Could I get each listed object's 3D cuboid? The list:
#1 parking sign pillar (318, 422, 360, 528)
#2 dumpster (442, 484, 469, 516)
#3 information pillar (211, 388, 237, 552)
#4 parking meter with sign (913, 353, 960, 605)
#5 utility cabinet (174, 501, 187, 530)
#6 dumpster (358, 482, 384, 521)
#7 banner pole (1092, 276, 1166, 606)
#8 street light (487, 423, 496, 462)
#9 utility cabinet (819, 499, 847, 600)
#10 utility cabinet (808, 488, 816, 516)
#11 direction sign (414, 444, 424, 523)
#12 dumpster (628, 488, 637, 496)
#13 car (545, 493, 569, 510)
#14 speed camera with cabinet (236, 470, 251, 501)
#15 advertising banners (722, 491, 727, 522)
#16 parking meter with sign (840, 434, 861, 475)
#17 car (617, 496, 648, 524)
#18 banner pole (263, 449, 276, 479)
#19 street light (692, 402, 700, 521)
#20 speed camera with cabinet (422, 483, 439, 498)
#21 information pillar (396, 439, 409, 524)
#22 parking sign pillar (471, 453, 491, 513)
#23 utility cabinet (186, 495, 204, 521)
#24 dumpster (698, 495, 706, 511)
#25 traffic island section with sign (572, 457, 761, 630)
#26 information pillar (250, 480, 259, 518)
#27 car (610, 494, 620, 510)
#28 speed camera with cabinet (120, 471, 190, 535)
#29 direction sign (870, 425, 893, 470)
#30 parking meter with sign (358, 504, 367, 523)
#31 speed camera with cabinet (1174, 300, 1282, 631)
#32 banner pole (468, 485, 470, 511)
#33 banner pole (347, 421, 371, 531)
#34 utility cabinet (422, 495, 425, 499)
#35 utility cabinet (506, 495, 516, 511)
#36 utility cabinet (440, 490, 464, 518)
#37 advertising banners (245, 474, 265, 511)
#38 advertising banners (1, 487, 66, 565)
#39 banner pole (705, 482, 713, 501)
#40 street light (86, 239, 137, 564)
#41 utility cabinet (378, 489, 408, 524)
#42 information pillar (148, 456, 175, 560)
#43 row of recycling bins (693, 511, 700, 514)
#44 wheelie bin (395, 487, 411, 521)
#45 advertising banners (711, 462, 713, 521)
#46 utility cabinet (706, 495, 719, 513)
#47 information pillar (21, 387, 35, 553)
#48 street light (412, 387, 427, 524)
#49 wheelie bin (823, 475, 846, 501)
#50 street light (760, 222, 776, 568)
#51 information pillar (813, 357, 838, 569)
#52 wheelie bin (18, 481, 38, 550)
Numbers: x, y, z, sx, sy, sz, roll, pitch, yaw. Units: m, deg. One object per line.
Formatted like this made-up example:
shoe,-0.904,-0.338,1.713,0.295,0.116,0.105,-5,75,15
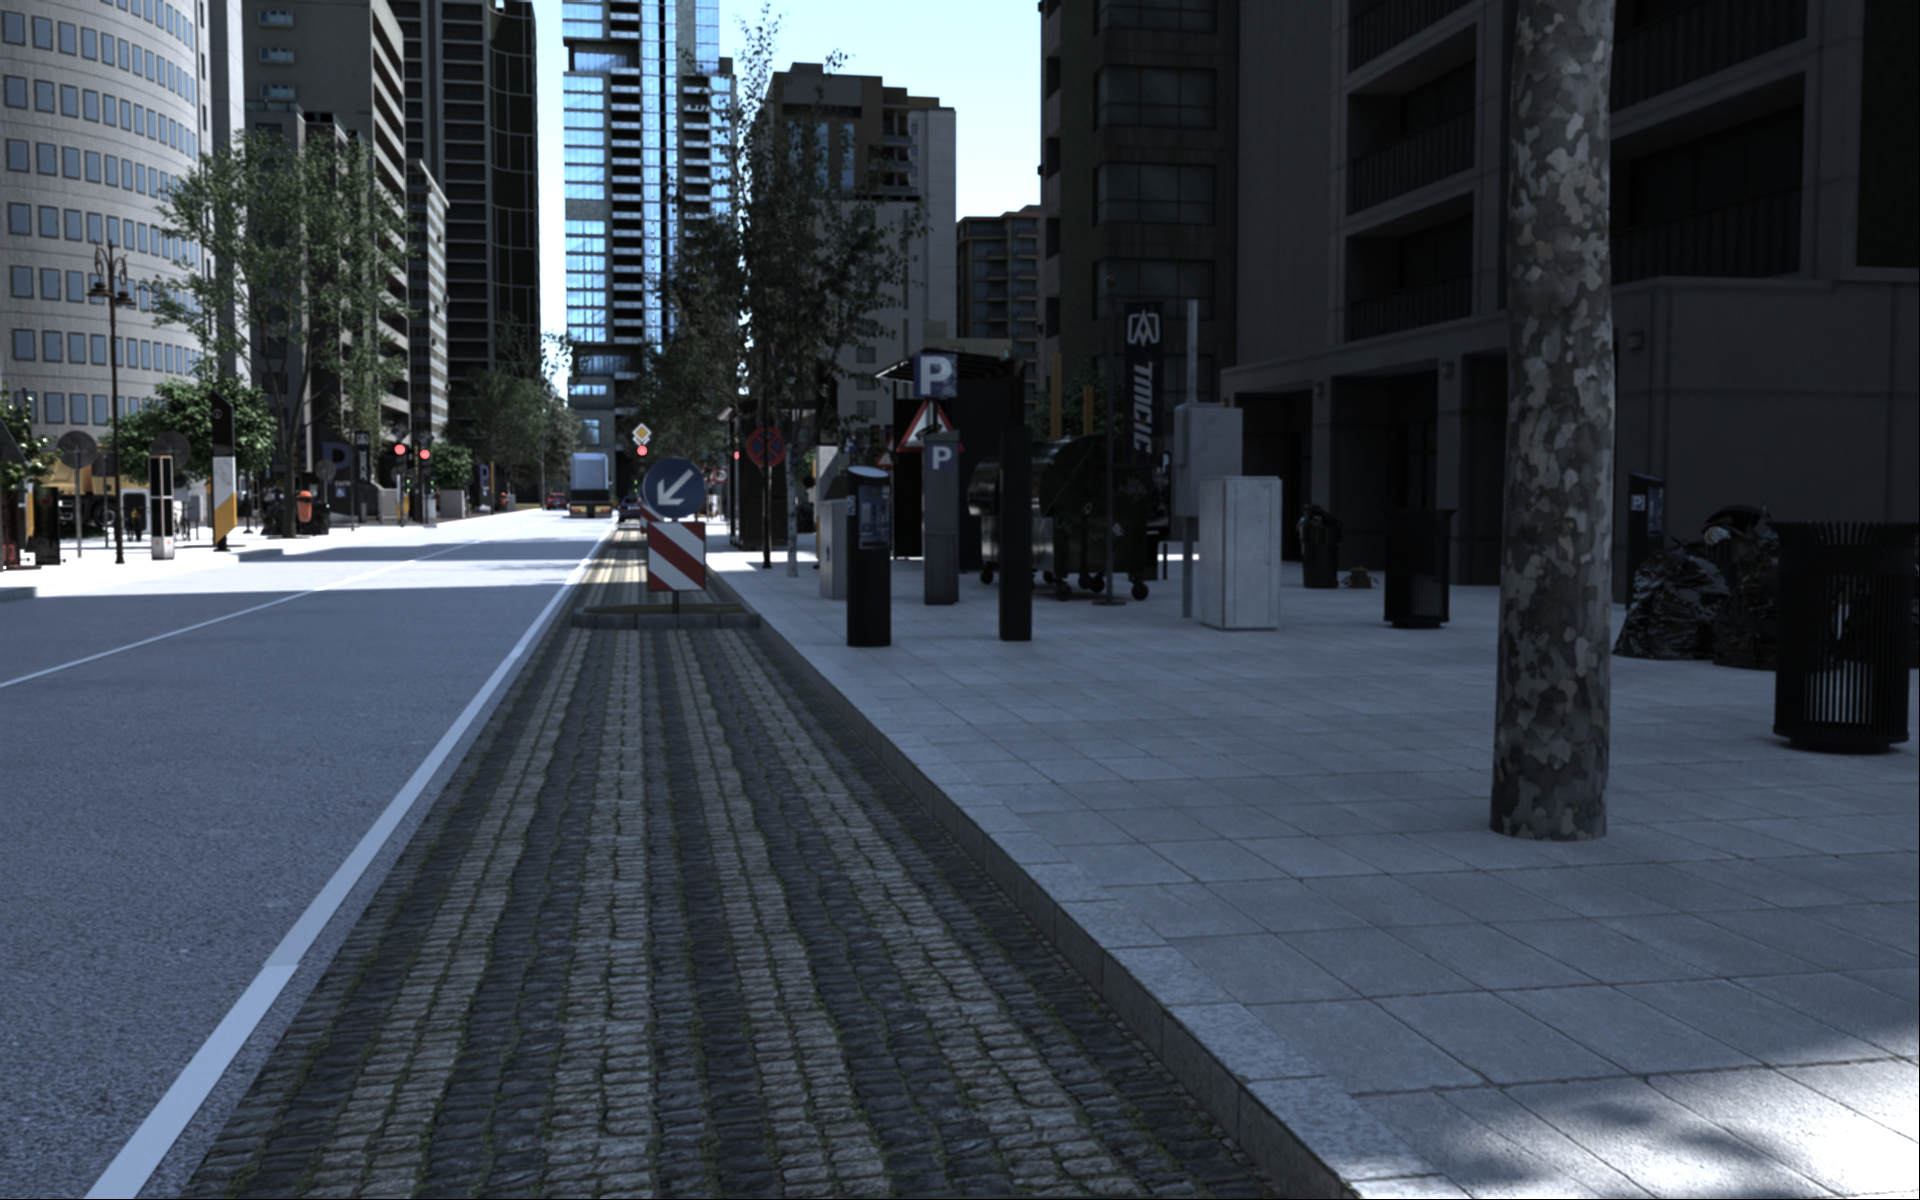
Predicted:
parking sign pillar,-23.446,-4.702,65.345,1.447,3.967,1.447,-2,4,-33
dumpster,-29.561,-6.043,101.293,1.502,2.255,1.985,-1,4,-11
information pillar,-16.351,-2.881,38.457,0.504,3.616,0.183,0,4,6
parking meter with sign,-0.260,-1.498,20.753,0.543,3.016,1.738,0,4,-3
utility cabinet,-27.734,-3.206,61.098,0.318,1.500,1.173,0,4,2
dumpster,-28.136,-4.688,82.403,1.264,1.857,1.865,-1,4,-11
banner pole,1.949,-1.828,19.903,0.863,3.779,0.401,1,4,20
street light,-30.623,-8.598,113.372,0.468,5.910,1.993,-1,4,-11
utility cabinet,-1.526,-0.625,21.376,0.306,1.237,1.020,-1,4,-14
utility cabinet,-4.923,-3.330,63.119,1.173,1.500,0.318,1,4,18
direction sign,-24.344,-5.257,77.953,0.379,3.537,0.876,1,4,9
dumpster,-41.949,-13.410,224.203,1.985,2.255,1.502,-1,4,-9
car,-36.580,-9.067,157.282,2.155,1.783,4.494,-1,4,-10
speed camera with cabinet,-43.071,-6.712,104.071,0.660,3.252,2.038,0,4,-4
advertising banners,-10.608,-5.118,79.871,0.090,3.025,2.074,-2,4,-25
parking meter with sign,-3.201,-3.254,49.461,0.543,3.016,1.738,0,4,3
car,-15.827,-4.418,84.813,1.945,1.354,3.894,-1,4,-9
banner pole,-38.051,-6.461,95.652,0.863,3.779,0.401,-2,4,-30
street light,-10.390,-5.829,68.093,0.468,5.910,1.993,-1,4,-11
speed camera with cabinet,-43.587,-9.014,141.707,2.038,3.252,0.660,0,4,2
information pillar,-23.695,-5.030,73.590,0.504,3.616,0.183,-3,5,-39
parking sign pillar,-31.849,-7.765,115.427,1.447,3.967,1.447,1,4,17
utility cabinet,-36.219,-4.313,81.681,1.020,1.237,0.306,1,4,11
dumpster,-16.216,-6.158,106.440,1.264,1.857,1.865,-1,4,-10
traffic island section with sign,-3.266,-0.642,19.129,1.989,1.847,2.006,-1,4,-11
information pillar,-37.083,-5.295,91.068,0.304,2.012,0.304,-3,5,-43
car,-32.460,-9.174,160.223,2.015,1.641,3.980,-1,4,-10
speed camera with cabinet,-25.523,-3.701,54.853,2.038,3.252,0.660,-1,4,-22
direction sign,-2.530,-3.950,56.574,0.876,3.537,0.379,1,4,23
parking meter with sign,-26.736,-4.866,75.821,0.543,3.016,1.738,1,4,20
speed camera with cabinet,2.625,-1.391,17.075,0.660,3.252,2.038,0,4,-6
banner pole,-37.481,-8.667,131.715,0.401,3.779,0.863,-3,5,-43
banner pole,-20.777,-4.271,59.841,0.863,3.779,0.401,-1,4,-20
utility cabinet,-42.714,-7.759,138.015,0.306,1.237,1.020,0,4,-3
utility cabinet,-33.685,-7.215,129.125,1.020,1.237,0.306,-1,4,-22
utility cabinet,-26.722,-5.043,91.139,1.173,1.500,0.318,0,4,-2
advertising banners,-40.829,-6.374,100.399,2.074,3.025,0.090,2,4,33
advertising banners,-17.190,-2.141,31.200,2.074,3.025,0.090,0,4,2
banner pole,-19.643,-8.873,135.087,0.863,3.779,0.401,-2,4,-27
street light,-15.418,-3.598,31.610,0.468,5.910,1.993,-1,4,-11
utility cabinet,-24.428,-4.036,74.668,1.173,1.500,0.318,-3,5,-43
information pillar,-15.511,-1.783,33.650,0.304,2.012,0.304,1,4,17
row of recycling bins,-17.637,-6.383,111.479,1.069,1.692,3.534,-2,4,-29
wheelie bin,-26.655,-4.568,82.601,0.980,1.594,0.693,2,4,27
advertising banners,-11.948,-5.332,83.364,0.090,3.025,2.074,-1,4,-8
utility cabinet,-15.651,-6.021,109.602,0.306,1.237,1.020,2,4,24
information pillar,-20.347,-2.841,37.807,0.183,3.616,0.504,-3,4,-38
street light,-23.419,-6.264,75.211,0.468,5.910,1.993,-1,4,-11
wheelie bin,-1.876,-1.281,28.851,0.980,1.594,0.693,3,5,40
street light,-3.335,-3.484,29.752,0.468,5.910,1.993,-1,4,-11
information pillar,-2.305,-2.355,29.858,0.183,3.616,0.504,3,4,38
wheelie bin,-21.726,-1.972,40.156,0.980,1.594,0.693,-2,4,-31
